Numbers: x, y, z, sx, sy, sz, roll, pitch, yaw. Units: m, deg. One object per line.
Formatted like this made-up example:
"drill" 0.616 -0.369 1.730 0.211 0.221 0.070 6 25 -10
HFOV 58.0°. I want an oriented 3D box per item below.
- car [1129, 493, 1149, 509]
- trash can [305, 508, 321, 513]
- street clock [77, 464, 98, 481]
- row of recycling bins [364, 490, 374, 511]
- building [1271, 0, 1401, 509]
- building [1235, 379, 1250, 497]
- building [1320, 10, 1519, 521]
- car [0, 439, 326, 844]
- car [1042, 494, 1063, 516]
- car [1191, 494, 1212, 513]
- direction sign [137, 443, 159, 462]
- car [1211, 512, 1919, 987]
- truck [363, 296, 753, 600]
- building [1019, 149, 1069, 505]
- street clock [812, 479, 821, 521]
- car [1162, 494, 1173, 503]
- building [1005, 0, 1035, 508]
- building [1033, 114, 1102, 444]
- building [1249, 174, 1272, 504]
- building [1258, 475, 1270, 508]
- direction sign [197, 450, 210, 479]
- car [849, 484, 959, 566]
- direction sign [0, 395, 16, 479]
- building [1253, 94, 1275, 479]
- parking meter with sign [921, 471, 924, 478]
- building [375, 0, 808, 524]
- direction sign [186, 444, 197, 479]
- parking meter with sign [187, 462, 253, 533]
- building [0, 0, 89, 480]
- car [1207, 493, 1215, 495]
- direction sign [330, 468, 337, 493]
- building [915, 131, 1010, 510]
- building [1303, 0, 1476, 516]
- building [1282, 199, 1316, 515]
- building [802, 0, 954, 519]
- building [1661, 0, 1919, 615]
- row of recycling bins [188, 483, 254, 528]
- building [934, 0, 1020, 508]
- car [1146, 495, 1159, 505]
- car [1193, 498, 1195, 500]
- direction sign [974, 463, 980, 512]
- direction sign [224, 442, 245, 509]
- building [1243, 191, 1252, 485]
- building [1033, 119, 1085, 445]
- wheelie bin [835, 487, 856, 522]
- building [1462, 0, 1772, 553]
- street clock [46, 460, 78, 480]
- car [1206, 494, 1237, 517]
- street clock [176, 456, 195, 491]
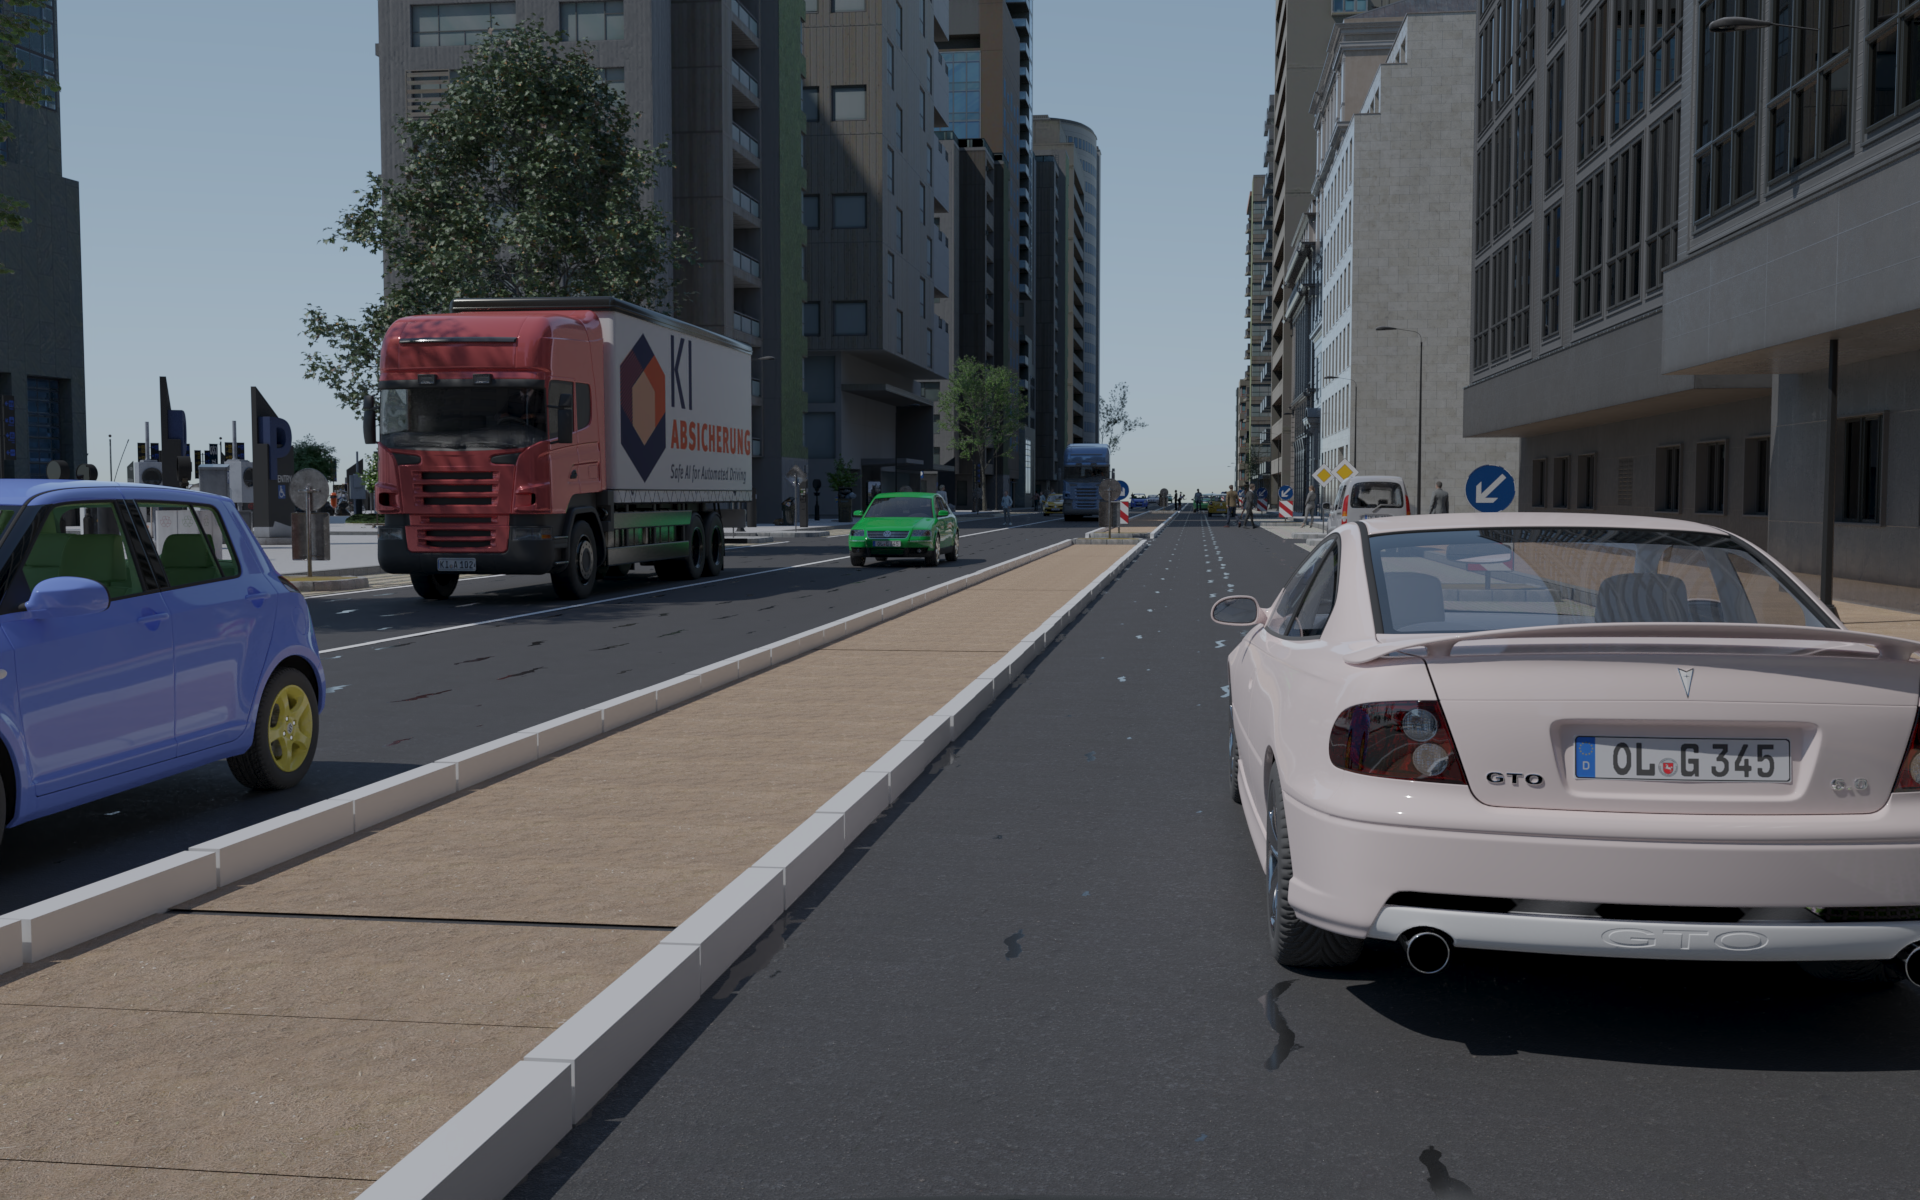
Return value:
"car" 17.606 -9.820 170.154 1.945 1.707 3.694 0 4 6
"trash can" -25.726 -3.497 68.823 0.748 1.137 0.748 0 3 0
"street clock" -20.857 -2.254 41.423 0.471 2.002 0.358 1 4 21
"row of recycling bins" -45.742 -7.810 134.812 1.069 1.692 3.534 1 4 13
"building" 36.397 -31.519 139.033 21.300 48.544 21.600 0 4 8
"building" 57.655 -26.153 272.644 27.650 21.520 28.899 0 4 8
"building" 22.018 -13.600 77.107 10.420 20.320 16.860 0 4 8
"car" -4.221 0.144 7.235 1.945 1.707 3.694 0 4 7
"car" 6.388 -6.303 113.285 2.015 1.641 3.980 0 4 7
"car" 19.043 -7.515 134.671 2.131 1.459 4.920 0 4 7
"direction sign" -35.741 -5.159 76.345 0.876 3.537 0.379 -3 4 -37
"car" 2.014 0.356 6.534 2.083 1.381 4.827 0 4 6
"truck" -5.803 -2.329 26.993 2.839 4.237 11.283 0 4 7
"building" 5.041 -31.621 200.603 14.154 41.232 14.086 0 4 8
"street clock" -6.906 -4.835 83.626 0.358 2.002 0.471 -2 4 -35
"car" 33.722 -16.712 282.032 1.959 1.807 4.718 0 4 7
"building" -2.841 -52.900 177.587 22.319 86.520 31.000 0 4 8
"building" 10.489 -44.479 269.224 21.231 58.520 28.212 0 4 8
"building" 44.452 -32.994 223.042 14.154 41.232 14.086 0 4 8
"building" 44.481 -28.701 161.149 32.217 40.220 23.993 0 4 8
"direction sign" -38.986 -5.948 89.252 0.379 3.537 0.876 3 5 40
"car" -1.111 -1.650 35.767 1.959 1.807 4.718 0 4 7
"direction sign" -21.854 -2.907 39.520 0.379 3.537 0.876 1 4 11
"building" 44.408 -34.795 188.506 23.786 49.044 30.456 0 4 8
"parking meter with sign" -3.315 -8.178 129.975 0.543 3.016 1.738 1 4 22
"building" -14.884 -23.816 72.979 14.154 41.232 14.086 0 4 8
"direction sign" -34.893 -5.243 77.713 0.876 3.537 0.379 1 4 14
"parking meter with sign" -19.049 -2.937 44.273 1.738 3.016 0.543 -1 4 -14
"building" -56.015 -46.657 75.512 31.000 86.520 22.319 0 4 8
"car" 24.605 -9.804 169.879 1.945 1.707 3.694 0 4 6
"direction sign" -39.879 -7.234 110.265 0.379 3.537 0.876 0 4 7
"building" -3.662 -22.600 141.218 14.160 30.474 14.107 0 4 8
"building" 26.414 -18.903 94.968 13.634 28.700 20.117 0 4 8
"building" 29.149 -16.879 117.775 13.314 21.916 24.055 0 4 8
"building" -15.438 -31.344 101.707 28.713 52.752 27.495 0 4 8
"building" 14.047 -11.471 6.620 14.314 24.678 30.058 0 4 8
"row of recycling bins" -27.608 -3.610 66.133 3.534 1.692 1.069 -3 5 -40
"building" -2.269 -30.905 155.409 14.600 45.320 14.200 0 4 8
"car" 25.870 -13.440 232.101 2.083 1.381 4.827 1 4 8
"car" 30.910 -12.826 222.285 1.945 1.354 3.894 1 4 9
"direction sign" 1.211 -8.139 125.069 0.379 3.537 0.876 -2 4 -33
"direction sign" -31.656 -5.118 75.672 0.379 3.537 0.876 3 5 42
"building" 51.332 -36.029 243.700 22.147 44.769 28.867 0 4 8
"building" 5.032 -37.004 228.709 21.300 48.544 21.600 0 4 8
"wheelie bin" -5.177 -4.314 78.450 0.980 1.594 0.693 0 4 1
"building" 19.030 -14.704 33.919 14.314 27.812 24.014 0 4 8
"street clock" -19.383 -2.000 37.267 0.471 2.002 0.358 2 4 26
"car" 16.693 -6.132 110.485 2.015 1.641 3.980 1 4 9
"street clock" -14.834 -1.748 33.153 0.358 2.002 0.471 -2 4 -30
